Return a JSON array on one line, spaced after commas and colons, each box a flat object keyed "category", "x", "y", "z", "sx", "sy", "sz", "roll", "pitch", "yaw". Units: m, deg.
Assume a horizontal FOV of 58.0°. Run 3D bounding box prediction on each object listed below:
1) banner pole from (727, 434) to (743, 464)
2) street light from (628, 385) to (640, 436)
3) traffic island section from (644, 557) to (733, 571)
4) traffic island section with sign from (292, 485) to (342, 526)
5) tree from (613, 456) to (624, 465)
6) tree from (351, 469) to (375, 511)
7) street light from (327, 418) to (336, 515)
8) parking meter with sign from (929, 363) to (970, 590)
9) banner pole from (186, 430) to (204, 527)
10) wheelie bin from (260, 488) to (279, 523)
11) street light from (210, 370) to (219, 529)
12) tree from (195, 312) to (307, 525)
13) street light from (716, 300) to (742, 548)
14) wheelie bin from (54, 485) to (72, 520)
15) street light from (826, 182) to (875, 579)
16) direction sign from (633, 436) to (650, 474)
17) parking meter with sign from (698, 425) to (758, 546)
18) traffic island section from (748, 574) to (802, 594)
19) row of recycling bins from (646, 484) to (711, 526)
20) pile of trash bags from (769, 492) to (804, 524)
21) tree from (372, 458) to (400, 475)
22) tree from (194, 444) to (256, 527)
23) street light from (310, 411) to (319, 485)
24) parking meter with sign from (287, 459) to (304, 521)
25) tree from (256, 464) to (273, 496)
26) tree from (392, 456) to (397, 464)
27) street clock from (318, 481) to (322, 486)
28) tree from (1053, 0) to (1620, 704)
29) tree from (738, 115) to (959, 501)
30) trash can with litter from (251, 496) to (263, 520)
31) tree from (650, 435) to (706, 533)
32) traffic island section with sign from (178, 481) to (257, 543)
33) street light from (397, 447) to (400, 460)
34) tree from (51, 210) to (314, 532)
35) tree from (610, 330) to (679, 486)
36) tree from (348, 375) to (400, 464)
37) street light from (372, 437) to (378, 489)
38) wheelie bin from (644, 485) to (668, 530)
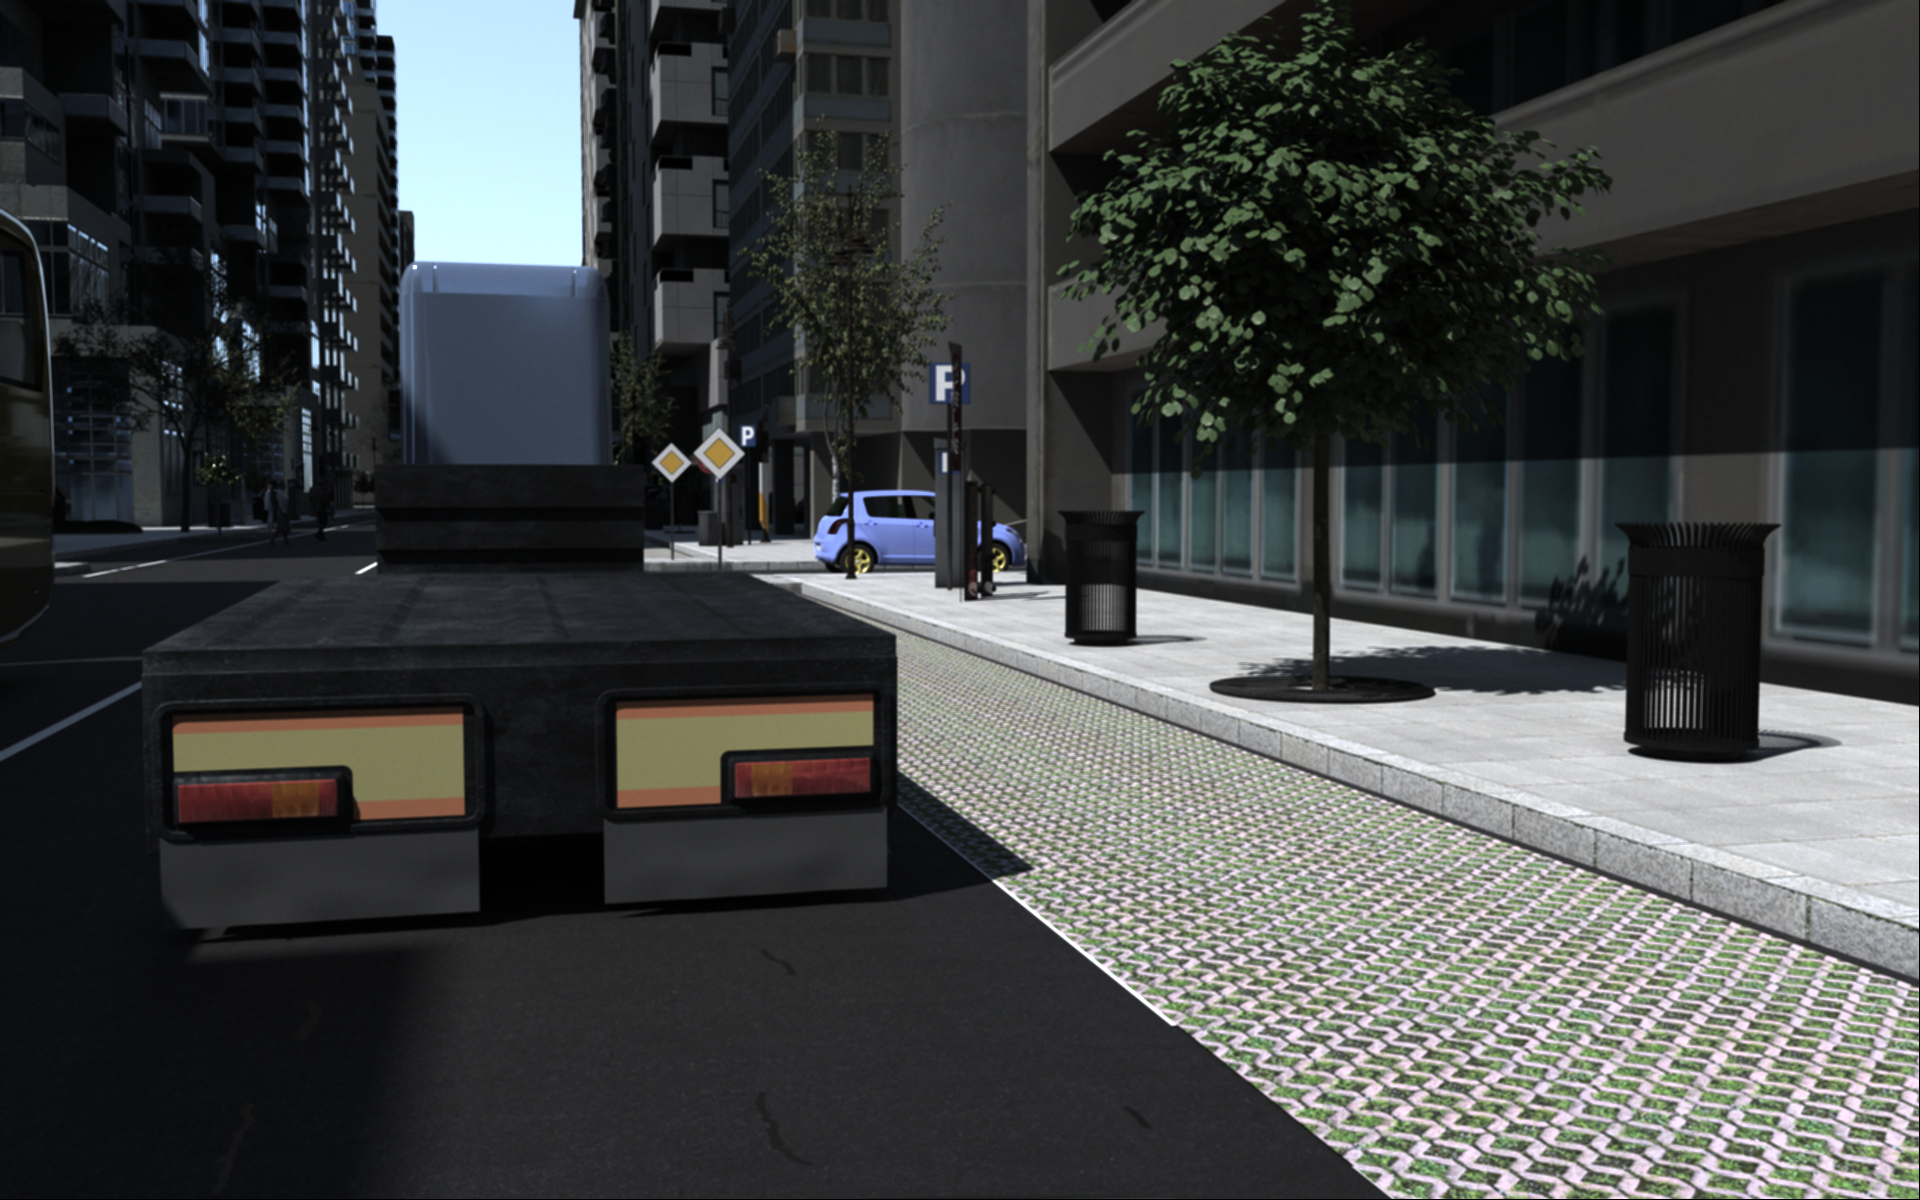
[{"category": "banner pole", "x": -9.369, "y": -4.998, "z": 71.734, "sx": 0.863, "sy": 3.779, "sz": 0.401, "roll": -1, "pitch": 4, "yaw": -20}, {"category": "street light", "x": -13.801, "y": -6.154, "z": 73.408, "sx": 0.468, "sy": 5.910, "sz": 1.993, "roll": -1, "pitch": 4, "yaw": -14}, {"category": "traffic island section", "x": -5.579, "y": -0.702, "z": 33.757, "sx": 2.009, "sy": 0.180, "sz": 2.903, "roll": -1, "pitch": 4, "yaw": -14}, {"category": "traffic island section with sign", "x": -29.055, "y": -4.261, "z": 78.290, "sx": 1.989, "sy": 1.847, "sz": 2.006, "roll": -1, "pitch": 4, "yaw": -14}, {"category": "tree", "x": -17.175, "y": -5.636, "z": 86.748, "sx": 1.663, "sy": 3.219, "sz": 1.824, "roll": 0, "pitch": 3, "yaw": 0}, {"category": "tree", "x": -45.228, "y": -8.375, "z": 131.525, "sx": 1.663, "sy": 3.219, "sz": 1.824, "roll": 0, "pitch": 3, "yaw": 0}, {"category": "street light", "x": -37.916, "y": -8.063, "z": 104.620, "sx": 0.468, "sy": 5.910, "sz": 1.993, "roll": -1, "pitch": 4, "yaw": -14}, {"category": "parking meter with sign", "x": -0.095, "y": -1.689, "z": 23.869, "sx": 0.543, "sy": 3.016, "sz": 1.738, "roll": 0, "pitch": 4, "yaw": 3}, {"category": "banner pole", "x": -30.040, "y": -4.769, "z": 67.996, "sx": 0.401, "sy": 3.779, "sz": 0.863, "roll": 2, "pitch": 4, "yaw": 33}, {"category": "wheelie bin", "x": -30.645, "y": -4.226, "z": 77.005, "sx": 0.693, "sy": 1.594, "sz": 0.980, "roll": 0, "pitch": 4, "yaw": -1}, {"category": "street light", "x": -27.517, "y": -5.586, "z": 64.116, "sx": 0.468, "sy": 5.910, "sz": 1.993, "roll": -1, "pitch": 4, "yaw": -14}, {"category": "tree", "x": -29.199, "y": -7.377, "z": 70.975, "sx": 4.737, "sy": 8.622, "sz": 4.395, "roll": 0, "pitch": 3, "yaw": 0}, {"category": "street light", "x": -5.513, "y": -4.196, "z": 41.387, "sx": 0.468, "sy": 5.910, "sz": 1.993, "roll": -1, "pitch": 4, "yaw": -14}, {"category": "wheelie bin", "x": -30.145, "y": -3.057, "z": 57.891, "sx": 0.693, "sy": 1.594, "sz": 0.980, "roll": 0, "pitch": 4, "yaw": -8}, {"category": "street light", "x": -1.647, "y": -3.257, "z": 26.035, "sx": 0.468, "sy": 5.910, "sz": 1.993, "roll": -1, "pitch": 4, "yaw": -14}, {"category": "direction sign", "x": -12.471, "y": -4.640, "z": 67.854, "sx": 0.379, "sy": 3.537, "sz": 0.876, "roll": 3, "pitch": 4, "yaw": 37}, {"category": "parking meter with sign", "x": -5.813, "y": -2.875, "z": 43.260, "sx": 0.543, "sy": 3.016, "sz": 1.738, "roll": 2, "pitch": 4, "yaw": 34}, {"category": "traffic island section", "x": -3.582, "y": -0.229, "z": 26.025, "sx": 2.009, "sy": 0.180, "sz": 2.903, "roll": -1, "pitch": 4, "yaw": -14}, {"category": "row of recycling bins", "x": -11.474, "y": -3.888, "z": 70.682, "sx": 3.534, "sy": 1.692, "sz": 1.069, "roll": 0, "pitch": 4, "yaw": 4}, {"category": "pile of trash bags", "x": -7.772, "y": -4.371, "z": 81.225, "sx": 1.912, "sy": 1.369, "sz": 3.447, "roll": -3, "pitch": 5, "yaw": -43}, {"category": "tree", "x": -51.905, "y": -10.643, "z": 157.719, "sx": 4.285, "sy": 4.588, "sz": 4.351, "roll": 0, "pitch": 3, "yaw": 0}, {"category": "tree", "x": -28.481, "y": -4.419, "z": 66.849, "sx": 1.663, "sy": 3.219, "sz": 1.824, "roll": 0, "pitch": 3, "yaw": 0}, {"category": "street light", "x": -36.015, "y": -7.582, "z": 96.761, "sx": 0.468, "sy": 5.910, "sz": 1.993, "roll": -1, "pitch": 4, "yaw": -14}, {"category": "parking meter with sign", "x": -32.464, "y": -5.385, "z": 84.312, "sx": 0.543, "sy": 3.016, "sz": 1.738, "roll": 0, "pitch": 4, "yaw": -5}, {"category": "tree", "x": -40.024, "y": -6.335, "z": 98.178, "sx": 1.663, "sy": 3.219, "sz": 1.824, "roll": 0, "pitch": 3, "yaw": 0}, {"category": "tree", "x": -61.060, "y": -14.805, "z": 192.423, "sx": 4.737, "sy": 8.622, "sz": 4.395, "roll": 0, "pitch": 3, "yaw": 0}, {"category": "street clock", "x": -36.269, "y": -5.740, "z": 98.426, "sx": 0.471, "sy": 2.002, "sz": 0.358, "roll": 3, "pitch": 5, "yaw": 44}, {"category": "tree", "x": 2.306, "y": -1.683, "z": 11.226, "sx": 4.285, "sy": 4.588, "sz": 4.351, "roll": 0, "pitch": 3, "yaw": 0}, {"category": "tree", "x": -2.269, "y": -5.160, "z": 34.736, "sx": 4.737, "sy": 8.622, "sz": 4.395, "roll": 0, "pitch": 3, "yaw": 0}, {"category": "trash can with litter", "x": -35.366, "y": -4.626, "z": 87.016, "sx": 0.624, "sy": 1.170, "sz": 1.055, "roll": -2, "pitch": 4, "yaw": -29}, {"category": "tree", "x": -9.088, "y": -3.802, "z": 56.761, "sx": 1.663, "sy": 3.219, "sz": 1.824, "roll": 0, "pitch": 3, "yaw": 0}, {"category": "traffic island section with sign", "x": -22.328, "y": -2.664, "z": 52.185, "sx": 1.989, "sy": 1.847, "sz": 2.006, "roll": -1, "pitch": 4, "yaw": -14}, {"category": "street light", "x": -54.657, "y": -12.006, "z": 169.080, "sx": 0.468, "sy": 5.910, "sz": 1.993, "roll": -1, "pitch": 4, "yaw": -14}, {"category": "tree", "x": -25.977, "y": -7.537, "z": 57.635, "sx": 8.767, "sy": 10.594, "sz": 7.601, "roll": -1, "pitch": 4, "yaw": -21}, {"category": "tree", "x": -14.371, "y": -7.763, "z": 77.295, "sx": 4.737, "sy": 8.622, "sz": 4.395, "roll": 0, "pitch": 3, "yaw": 0}, {"category": "tree", "x": -57.541, "y": -16.357, "z": 177.802, "sx": 12.009, "sy": 13.543, "sz": 11.850, "roll": 0, "pitch": 3, "yaw": 0}, {"category": "street light", "x": -46.322, "y": -10.048, "z": 137.071, "sx": 0.468, "sy": 5.910, "sz": 1.993, "roll": -1, "pitch": 4, "yaw": -14}, {"category": "wheelie bin", "x": -10.940, "y": -3.312, "z": 62.051, "sx": 0.980, "sy": 1.594, "sz": 0.693, "roll": -1, "pitch": 4, "yaw": -10}]
